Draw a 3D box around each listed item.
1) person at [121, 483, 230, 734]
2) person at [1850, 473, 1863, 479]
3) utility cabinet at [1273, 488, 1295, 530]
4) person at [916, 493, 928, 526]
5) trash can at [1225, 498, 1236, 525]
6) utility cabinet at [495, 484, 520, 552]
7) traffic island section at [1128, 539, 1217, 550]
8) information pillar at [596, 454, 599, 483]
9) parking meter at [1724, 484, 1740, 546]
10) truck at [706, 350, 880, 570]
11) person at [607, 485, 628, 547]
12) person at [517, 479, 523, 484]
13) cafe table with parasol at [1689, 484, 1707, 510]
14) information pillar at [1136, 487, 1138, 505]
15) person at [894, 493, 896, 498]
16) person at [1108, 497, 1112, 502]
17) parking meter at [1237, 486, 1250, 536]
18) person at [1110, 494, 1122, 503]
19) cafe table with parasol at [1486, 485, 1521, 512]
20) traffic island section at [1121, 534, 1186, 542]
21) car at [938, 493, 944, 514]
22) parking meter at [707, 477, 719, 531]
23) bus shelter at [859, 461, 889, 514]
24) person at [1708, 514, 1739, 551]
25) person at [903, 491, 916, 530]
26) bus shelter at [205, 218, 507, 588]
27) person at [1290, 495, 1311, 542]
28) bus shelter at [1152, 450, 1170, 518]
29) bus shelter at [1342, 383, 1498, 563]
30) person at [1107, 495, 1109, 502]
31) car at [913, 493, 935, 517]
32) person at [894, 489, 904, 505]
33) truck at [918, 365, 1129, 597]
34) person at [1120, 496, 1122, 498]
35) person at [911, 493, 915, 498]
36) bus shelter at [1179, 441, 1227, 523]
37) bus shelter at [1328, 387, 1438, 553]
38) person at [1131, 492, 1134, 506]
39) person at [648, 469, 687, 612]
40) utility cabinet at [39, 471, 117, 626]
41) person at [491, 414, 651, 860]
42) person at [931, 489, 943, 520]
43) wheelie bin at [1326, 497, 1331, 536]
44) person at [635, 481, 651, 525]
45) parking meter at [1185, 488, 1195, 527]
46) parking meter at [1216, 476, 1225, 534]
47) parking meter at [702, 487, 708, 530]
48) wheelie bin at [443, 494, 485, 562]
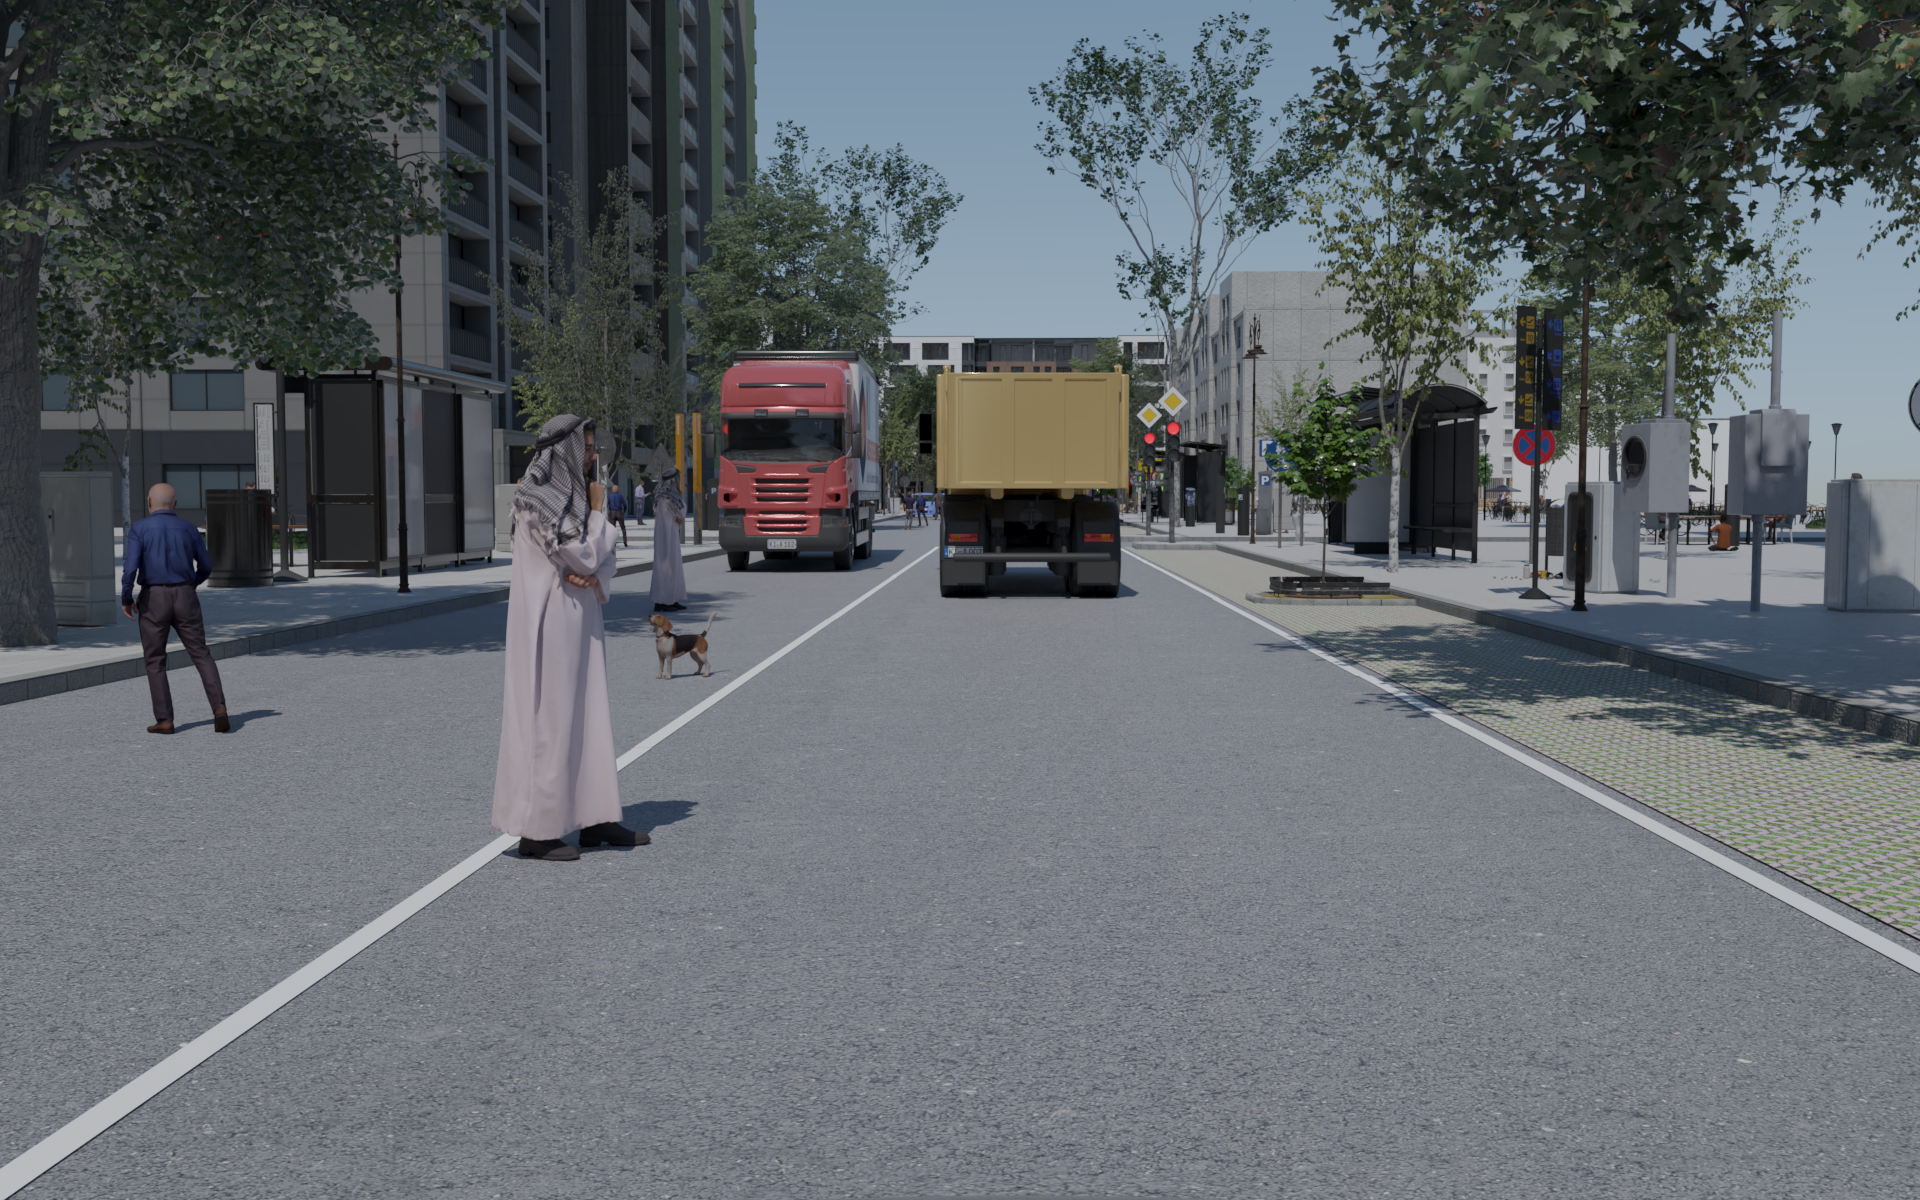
[{"bbox_3d":[-4.712,0.045,10.451,0.574,1.496,0.600,-1,4,-17],"label":"person"},{"bbox_3d":[19.314,-1.864,37.245,0.376,1.734,0.841,3,5,42],"label":"person"},{"bbox_3d":[11.527,-3.249,61.806,1.173,1.500,0.318,-3,5,-40],"label":"utility cabinet"},{"bbox_3d":[-1.706,-4.066,77.668,0.574,1.496,0.600,0,4,0],"label":"person"},{"bbox_3d":[11.047,-3.657,71.441,0.748,1.137,0.748,0,3,0],"label":"trash can"},{"bbox_3d":[-9.837,-1.800,38.110,0.318,1.500,1.173,-3,5,-40],"label":"utility cabinet"},{"bbox_3d":[5.564,-1.410,45.331,2.009,0.180,2.903,0,4,2],"label":"traffic island section"},{"bbox_3d":[-6.842,-1.682,32.001,0.304,2.012,0.304,-2,4,-24],"label":"information pillar"},{"bbox_3d":[18.992,-2.091,42.597,0.372,1.533,0.369,0,3,0],"label":"parking meter"},{"bbox_3d":[-3.183,-2.883,36.050,2.839,4.237,11.283,0,4,0],"label":"truck"},{"bbox_3d":[-8.298,-2.046,42.183,0.574,1.496,0.600,1,4,13],"label":"person"},{"bbox_3d":[-14.820,-3.208,58.615,0.434,1.807,0.598,1,4,22],"label":"person"},{"bbox_3d":[50.882,-7.079,120.604,2.610,1.966,2.610,-1,4,-17],"label":"cafe table with parasol"},{"bbox_3d":[12.353,-7.854,119.774,0.183,3.616,0.504,-2,4,-24],"label":"information pillar"},{"bbox_3d":[-7.583,-11.507,195.124,0.756,1.711,0.436,-1,4,-18],"label":"person"},{"bbox_3d":[16.281,-11.040,187.491,0.436,1.711,0.756,-1,4,-22],"label":"person"},{"bbox_3d":[8.733,-2.747,53.318,0.372,1.533,0.369,0,3,0],"label":"parking meter"},{"bbox_3d":[13.896,-9.056,154.113,1.348,1.822,0.705,3,4,36],"label":"person"},{"bbox_3d":[39.022,-7.314,124.445,2.610,1.966,2.610,0,4,7],"label":"cafe table with parasol"},{"bbox_3d":[5.820,-1.898,53.312,2.009,0.180,2.903,0,4,2],"label":"traffic island section"},{"bbox_3d":[-0.794,-6.921,122.756,1.945,1.707,3.694,0,4,1],"label":"car"},{"bbox_3d":[-8.629,-3.349,60.470,0.399,1.863,0.255,-1,4,-19],"label":"parking meter"},{"bbox_3d":[-6.016,-8.232,112.223,2.179,5.291,8.768,0,4,2],"label":"bus shelter"},{"bbox_3d":[17.104,-1.511,39.029,0.859,0.850,0.655,0,4,-5],"label":"person"},{"bbox_3d":[-2.097,-3.576,69.173,0.569,1.553,0.471,3,5,44],"label":"person"},{"bbox_3d":[-9.625,-3.070,27.833,2.179,5.291,8.768,0,4,2],"label":"bus shelter"},{"bbox_3d":[9.385,-2.372,48.006,0.376,1.734,0.841,3,5,44],"label":"person"},{"bbox_3d":[11.214,-6.308,94.414,1.731,3.624,6.357,0,4,2],"label":"bus shelter"},{"bbox_3d":[8.878,-2.476,34.399,2.014,3.302,5.546,0,4,2],"label":"bus shelter"},{"bbox_3d":[11.143,-7.587,130.533,0.568,1.767,0.683,2,4,26],"label":"person"},{"bbox_3d":[-2.236,-5.964,107.099,1.945,1.707,3.694,0,4,2],"label":"car"},{"bbox_3d":[-6.847,-11.668,196.835,1.348,1.822,0.705,2,4,25],"label":"person"},{"bbox_3d":[0.970,-1.947,27.759,3.469,3.379,9.791,0,3,0],"label":"truck"},{"bbox_3d":[14.529,-9.085,157.801,0.599,1.433,0.991,-2,4,-35],"label":"person"},{"bbox_3d":[-4.739,-9.946,171.840,0.799,1.438,0.628,0,4,0],"label":"person"},{"bbox_3d":[11.090,-5.408,79.696,1.731,3.624,6.357,0,4,2],"label":"bus shelter"},{"bbox_3d":[9.765,-3.036,40.921,1.731,3.624,6.357,0,4,2],"label":"bus shelter"},{"bbox_3d":[17.050,-9.937,169.064,0.990,1.755,0.434,3,5,44],"label":"person"},{"bbox_3d":[-3.536,-0.733,21.155,0.621,1.740,0.551,-3,5,-39],"label":"person"},{"bbox_3d":[-8.819,-0.504,16.912,1.173,1.500,0.318,1,4,22],"label":"utility cabinet"},{"bbox_3d":[-1.540,0.143,6.827,0.621,1.740,0.551,-1,4,-11],"label":"person"},{"bbox_3d":[-1.211,-5.258,95.025,0.990,1.755,0.434,-2,4,-33],"label":"person"},{"bbox_3d":[11.666,-2.785,53.442,0.980,1.594,0.693,2,4,32],"label":"wheelie bin"},{"bbox_3d":[-13.041,-4.004,71.379,0.599,1.838,0.709,-3,4,-37],"label":"person"},{"bbox_3d":[9.007,-3.626,67.699,0.372,1.533,0.369,0,3,0],"label":"parking meter"},{"bbox_3d":[8.491,-3.103,56.439,0.255,1.863,0.399,1,4,18],"label":"parking meter"},{"bbox_3d":[-9.059,-3.232,61.255,0.372,1.533,0.369,0,3,0],"label":"parking meter"},{"bbox_3d":[-9.544,-1.542,33.118,0.693,1.594,0.980,3,5,44],"label":"wheelie bin"}]
